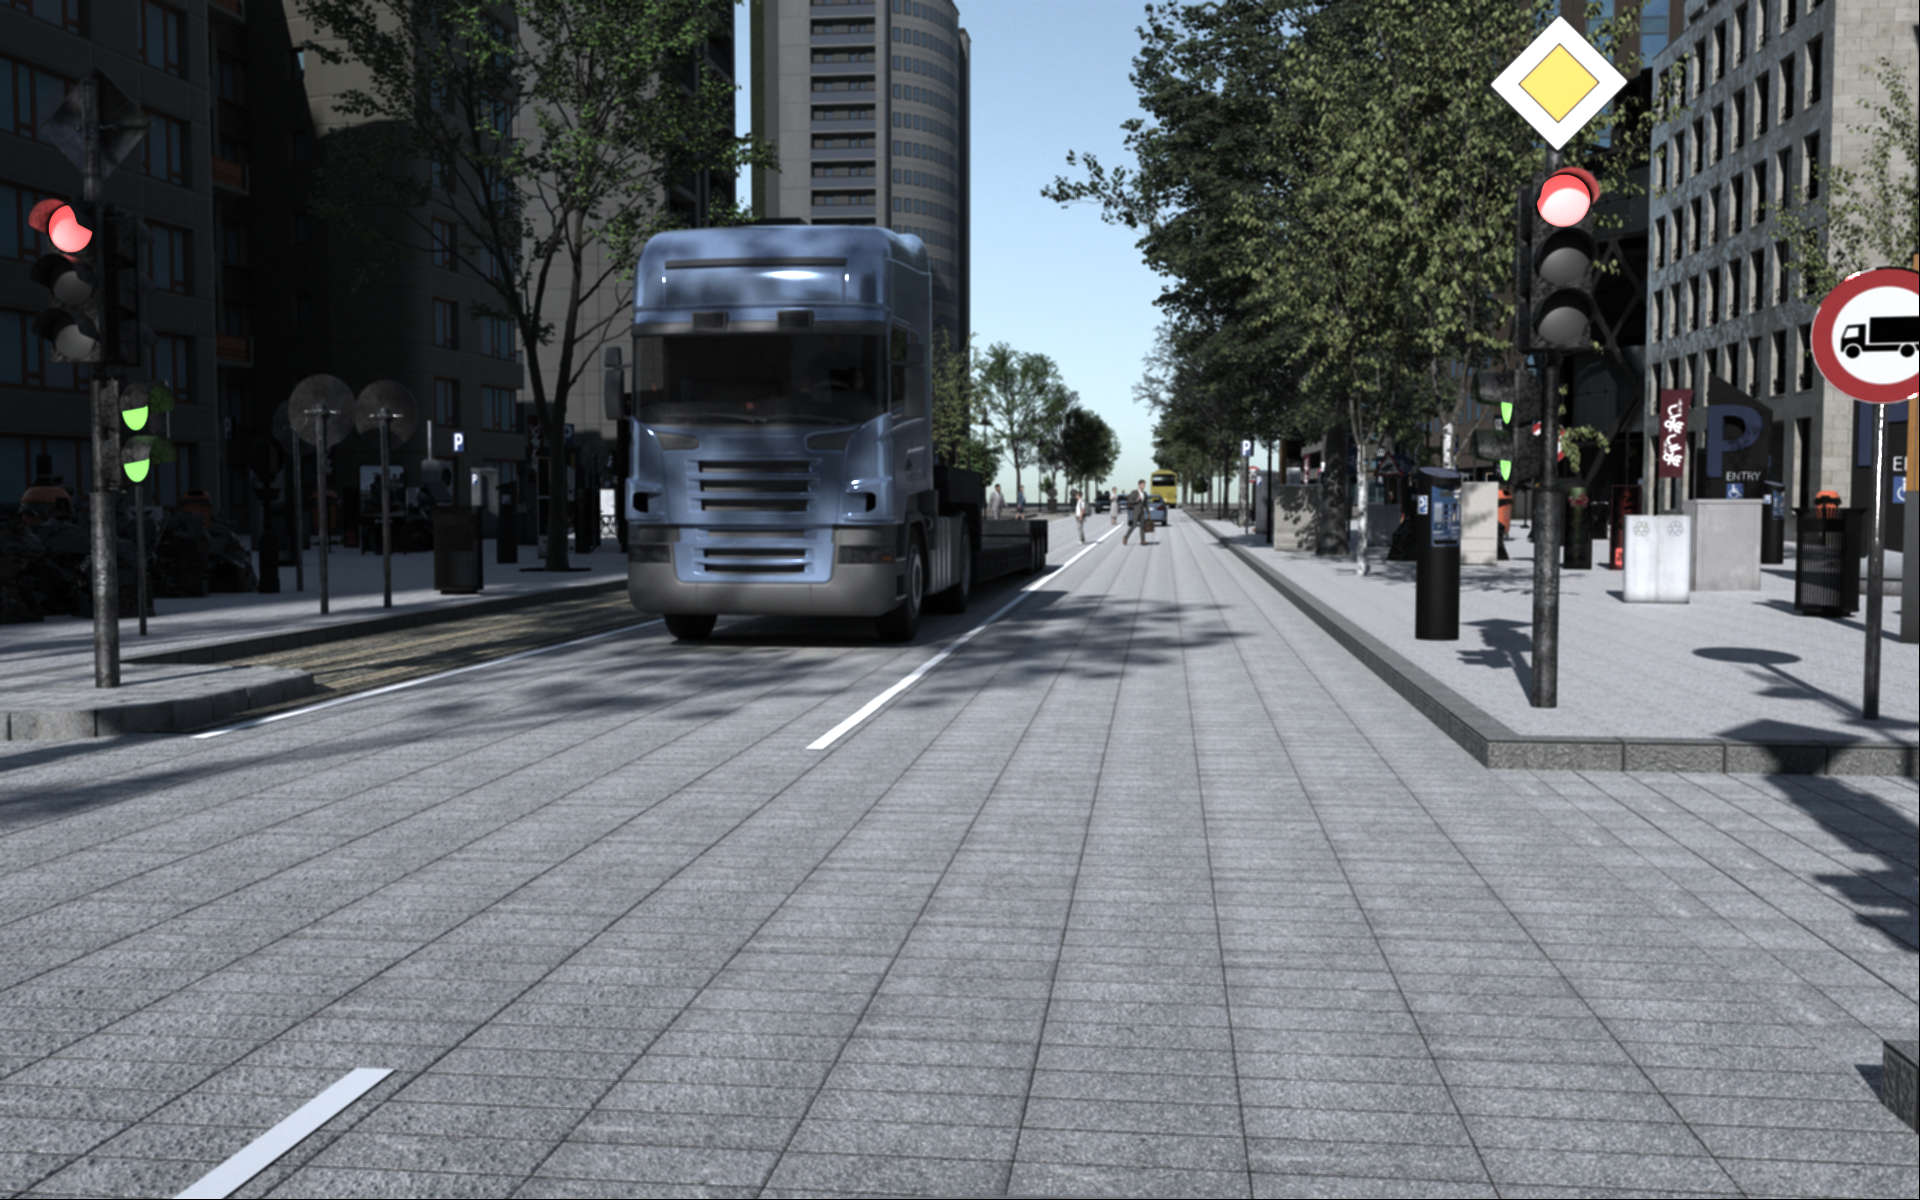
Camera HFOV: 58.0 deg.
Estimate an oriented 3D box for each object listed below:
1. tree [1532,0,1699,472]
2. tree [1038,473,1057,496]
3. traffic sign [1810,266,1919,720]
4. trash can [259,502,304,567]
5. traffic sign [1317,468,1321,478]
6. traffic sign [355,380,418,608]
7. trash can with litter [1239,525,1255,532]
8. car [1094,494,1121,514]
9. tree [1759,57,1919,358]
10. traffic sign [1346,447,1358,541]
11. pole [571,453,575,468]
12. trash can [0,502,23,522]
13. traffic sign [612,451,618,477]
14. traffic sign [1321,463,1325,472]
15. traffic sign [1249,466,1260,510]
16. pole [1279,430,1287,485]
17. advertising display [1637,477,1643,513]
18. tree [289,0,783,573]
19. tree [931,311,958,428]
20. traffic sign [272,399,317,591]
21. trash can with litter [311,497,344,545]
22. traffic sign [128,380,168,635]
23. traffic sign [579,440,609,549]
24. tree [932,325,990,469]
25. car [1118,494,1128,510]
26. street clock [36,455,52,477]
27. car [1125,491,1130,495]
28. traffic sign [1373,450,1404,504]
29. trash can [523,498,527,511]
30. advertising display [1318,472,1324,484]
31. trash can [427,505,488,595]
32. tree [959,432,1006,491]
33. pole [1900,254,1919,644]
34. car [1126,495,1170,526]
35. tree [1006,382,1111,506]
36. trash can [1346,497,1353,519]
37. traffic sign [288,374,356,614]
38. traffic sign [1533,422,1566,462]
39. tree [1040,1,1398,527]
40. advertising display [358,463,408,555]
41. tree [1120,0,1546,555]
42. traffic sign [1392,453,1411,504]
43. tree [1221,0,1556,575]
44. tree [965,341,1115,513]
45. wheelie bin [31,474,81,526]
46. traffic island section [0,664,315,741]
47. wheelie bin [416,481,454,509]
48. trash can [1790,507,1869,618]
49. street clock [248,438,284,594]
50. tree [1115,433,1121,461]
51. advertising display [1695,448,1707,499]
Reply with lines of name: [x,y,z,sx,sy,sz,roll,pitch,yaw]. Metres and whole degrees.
tree: [5.464,-4.189,18.848,4.737,8.622,4.395,0,3,0]
tree: [7.695,-9.775,154.427,1.663,3.219,1.824,0,3,0]
traffic sign: [5.196,-0.593,9.804,0.768,2.556,0.104,1,4,16]
trash can: [-12.045,-1.170,30.784,0.748,1.137,0.748,0,3,0]
traffic sign: [16.889,-4.893,80.110,0.768,2.556,0.104,1,4,15]
traffic sign: [-6.437,-1.180,19.406,0.768,2.556,0.104,1,4,9]
trash can with litter: [10.775,-2.936,59.069,2.233,1.210,1.678,2,4,26]
car: [10.912,-7.229,127.980,2.009,1.686,4.222,0,4,8]
tree: [15.465,-4.743,27.904,4.737,8.622,4.395,0,3,0]
traffic sign: [10.566,-2.870,47.027,0.768,2.556,0.104,1,4,15]
pole: [-19.234,-5.647,86.172,0.158,3.312,0.155,0,3,0]
trash can: [-16.542,-1.146,30.392,0.748,1.137,0.748,0,3,0]
traffic sign: [-7.996,-2.396,41.298,0.606,2.300,0.079,1,4,9]
traffic sign: [11.911,-3.281,55.775,0.606,2.300,0.079,1,4,9]
traffic sign: [13.379,-4.834,79.145,0.768,2.556,0.104,1,4,15]
pole: [9.270,-3.420,49.765,0.158,3.312,0.155,0,3,0]
advertising display: [26.278,-3.737,66.305,0.123,1.923,0.974,-1,4,-18]
tree: [-6.764,-6.273,28.322,9.928,11.665,9.643,0,3,0]
tree: [-2.224,-7.041,65.475,4.360,8.622,3.978,0,3,0]
traffic sign: [-8.718,-1.388,22.801,0.768,2.556,0.104,1,4,12]
trash can with litter: [-16.089,-1.995,43.671,1.678,1.210,2.233,2,4,32]
traffic sign: [-7.408,-0.827,15.649,0.606,2.300,0.079,1,4,16]
traffic sign: [-8.566,-2.471,40.512,0.768,2.556,0.104,1,4,16]
tree: [-0.543,-7.600,74.630,4.737,8.622,4.395,0,3,0]
car: [12.713,-7.554,135.517,2.014,1.417,4.499,0,4,7]
street clock: [-16.908,-1.679,32.024,0.358,2.002,0.471,-2,4,-31]
car: [15.207,-9.166,159.650,2.009,1.686,4.222,0,4,7]
traffic sign: [12.605,-3.121,51.026,0.884,2.594,0.081,1,4,15]
trash can: [-15.660,-3.174,63.556,0.748,1.137,0.748,0,3,0]
advertising display: [10.447,-2.746,50.112,0.123,1.923,0.974,0,4,6]
trash can: [-6.431,-0.645,22.204,0.748,1.137,0.748,0,3,0]
tree: [0.777,-6.588,91.425,4.285,4.588,4.351,0,3,0]
pole: [8.203,-1.281,14.789,0.158,3.312,0.155,0,3,0]
car: [8.481,-4.050,78.214,2.014,1.417,4.499,0,4,7]
tree: [7.787,-12.824,144.085,8.767,10.594,7.601,-2,4,-29]
trash can: [18.802,-4.450,84.409,0.748,1.137,0.748,0,3,0]
traffic sign: [-6.797,-1.122,18.449,0.768,2.556,0.104,0,4,7]
traffic sign: [10.206,-1.841,30.203,0.768,2.556,0.104,1,4,14]
tree: [9.914,-12.971,67.966,12.611,20.169,13.585,0,3,0]
advertising display: [-12.166,-1.915,36.517,0.974,1.923,0.123,-1,4,-9]
tree: [7.861,-7.928,36.283,9.857,13.997,8.962,0,3,0]
traffic sign: [13.669,-3.297,54.020,0.768,2.556,0.104,1,4,10]
tree: [6.234,-4.682,26.906,4.737,8.622,4.395,0,3,0]
tree: [3.890,-11.764,118.090,9.928,11.665,9.643,0,3,0]
wheelie bin: [-14.686,-1.232,28.047,0.693,1.594,0.980,0,4,4]
traffic island section: [-5.685,0.658,11.529,2.009,0.180,2.903,0,4,7]
wheelie bin: [-13.032,-2.139,42.889,0.693,1.594,0.980,2,4,29]
trash can: [9.099,-0.398,18.157,0.748,1.137,0.748,0,3,0]
street clock: [-8.948,-1.089,22.382,0.358,2.002,0.471,1,4,11]
tree: [19.267,-19.538,245.206,9.928,11.665,9.643,0,3,0]
advertising display: [10.435,-1.175,24.433,0.123,1.923,0.974,1,4,22]
